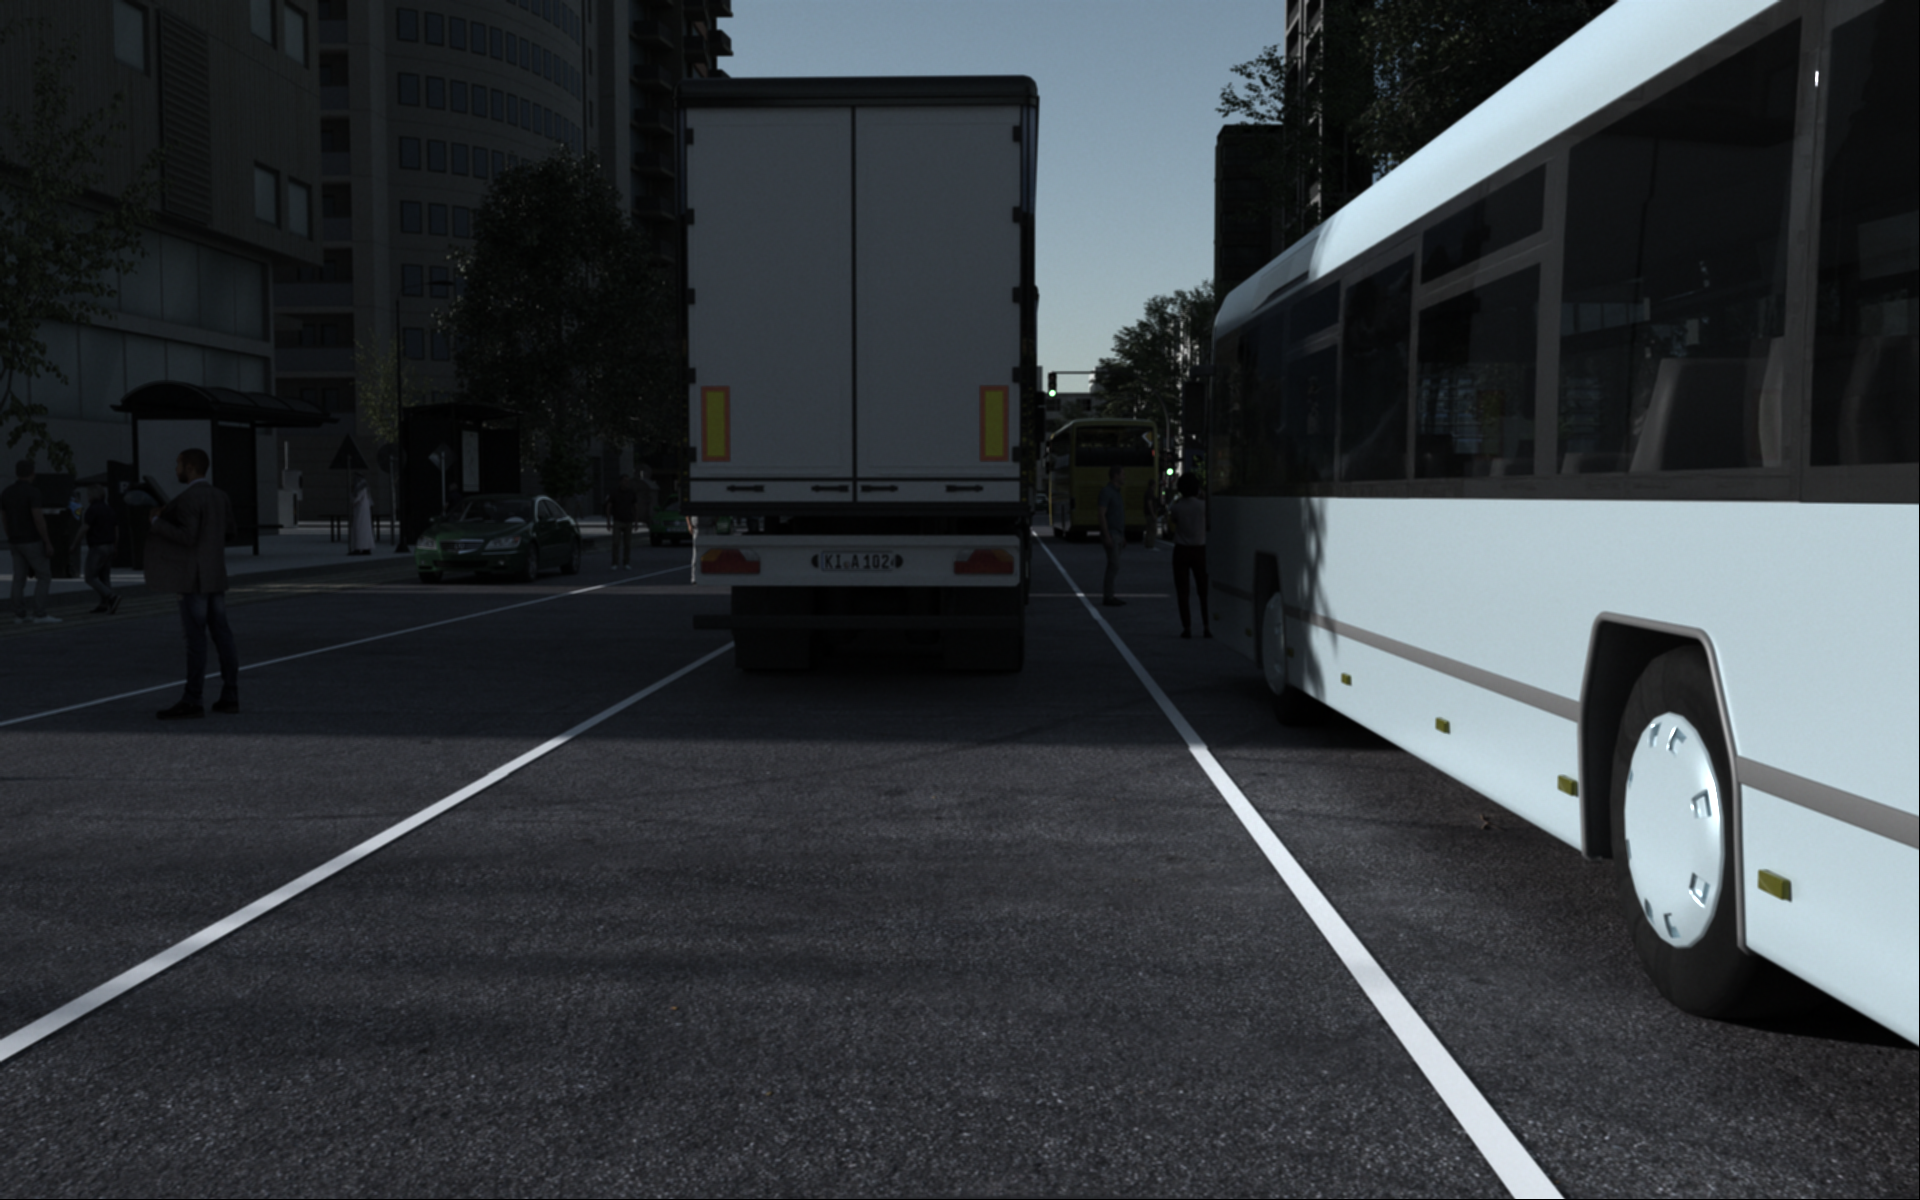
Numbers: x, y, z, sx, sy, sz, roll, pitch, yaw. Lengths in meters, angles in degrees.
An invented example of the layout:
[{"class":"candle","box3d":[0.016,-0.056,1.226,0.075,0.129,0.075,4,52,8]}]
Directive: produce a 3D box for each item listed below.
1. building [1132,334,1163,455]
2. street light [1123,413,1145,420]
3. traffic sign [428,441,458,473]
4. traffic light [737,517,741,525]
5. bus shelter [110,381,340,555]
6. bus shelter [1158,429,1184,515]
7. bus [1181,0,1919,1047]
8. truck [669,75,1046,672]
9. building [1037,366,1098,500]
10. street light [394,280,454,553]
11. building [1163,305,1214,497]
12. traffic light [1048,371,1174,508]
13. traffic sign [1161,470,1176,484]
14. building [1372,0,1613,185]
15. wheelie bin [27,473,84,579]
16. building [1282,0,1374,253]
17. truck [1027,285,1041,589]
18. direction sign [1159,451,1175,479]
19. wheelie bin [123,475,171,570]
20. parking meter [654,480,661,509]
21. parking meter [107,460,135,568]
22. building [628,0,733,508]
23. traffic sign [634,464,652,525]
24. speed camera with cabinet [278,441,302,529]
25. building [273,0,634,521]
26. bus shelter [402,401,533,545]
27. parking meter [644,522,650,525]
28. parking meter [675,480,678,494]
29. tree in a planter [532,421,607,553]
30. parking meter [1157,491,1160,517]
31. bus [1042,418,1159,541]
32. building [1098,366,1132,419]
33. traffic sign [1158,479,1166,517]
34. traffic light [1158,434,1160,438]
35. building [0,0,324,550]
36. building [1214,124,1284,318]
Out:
[{"class":"building","box3d":[29.635,-20.377,199.621,16.747,18.905,31.486,0,4,1]},{"class":"street light","box3d":[10.060,-7.783,99.789,1.470,5.913,1.316,0,4,1]},{"class":"traffic sign","box3d":[-12.879,-2.657,43.179,0.795,2.593,0.064,1,4,9]},{"class":"traffic light","box3d":[-7.174,-5.995,72.681,4.771,5.953,1.251,0,4,1]},{"class":"bus shelter","box3d":[-14.102,-2.435,33.729,2.014,3.302,5.546,0,4,1]},{"class":"bus shelter","box3d":[12.029,-7.734,104.082,2.179,5.291,8.768,0,4,1]},{"class":"bus","box3d":[3.180,-0.797,7.890,2.948,3.499,13.247,0,3,0]},{"class":"truck","box3d":[-0.509,-1.734,17.269,2.839,4.237,11.283,0,4,2]},{"class":"building","box3d":[3.145,-23.317,247.687,31.486,18.905,16.747,0,4,1]},{"class":"street light","box3d":[-11.658,-3.985,37.699,1.470,5.913,1.316,0,4,1]},{"class":"building","box3d":[29.745,-18.446,168.042,16.747,18.905,31.486,0,4,1]},{"class":"traffic light","box3d":[5.631,-5.476,64.207,4.771,5.953,1.251,0,4,1]},{"class":"traffic sign","box3d":[10.768,-5.464,89.442,0.768,2.556,0.104,1,4,10]},{"class":"building","box3d":[34.090,-47.346,86.784,31.000,86.520,22.319,0,4,1]},{"class":"wheelie bin","box3d":[-13.840,-1.133,26.427,0.980,1.594,0.693,0,4,-5]},{"class":"building","box3d":[30.668,-41.196,111.805,20.563,71.187,20.611,0,4,1]},{"class":"truck","box3d":[-0.013,-2.435,28.725,2.839,4.237,11.283,0,4,2]},{"class":"direction sign","box3d":[10.827,-6.022,90.453,0.876,3.537,0.379,-1,4,-16]},{"class":"wheelie bin","box3d":[-13.715,-1.308,29.294,0.693,1.594,0.980,-1,4,-15]},{"class":"parking meter","box3d":[-12.946,-4.176,73.983,0.255,1.863,0.399,-2,4,-28]},{"class":"parking meter","box3d":[-14.574,-1.494,30.139,0.255,1.863,0.399,3,4,38]},{"class":"building","box3d":[-29.105,-29.088,130.221,22.147,44.769,28.867,0,4,1]},{"class":"traffic sign","box3d":[-13.234,-4.412,72.242,0.768,2.556,0.104,0,4,3]},{"class":"speed camera with cabinet","box3d":[-24.958,-4.290,64.482,0.660,3.252,2.038,-1,4,-11]},{"class":"building","box3d":[-31.321,-33.723,93.374,21.231,58.520,28.212,0,4,1]},{"class":"bus shelter","box3d":[-13.162,-3.386,46.643,1.731,3.624,6.357,0,4,1]},{"class":"parking meter","box3d":[-13.145,-3.937,72.773,0.372,1.533,0.369,0,3,0]},{"class":"parking meter","box3d":[-11.756,-4.092,72.613,0.255,1.863,0.399,2,4,25]},{"class":"tree in a planter","box3d":[-9.755,-2.763,42.393,1.991,3.239,1.994,0,4,1]},{"class":"parking meter","box3d":[10.767,-5.302,95.103,0.372,1.533,0.369,0,3,0]},{"class":"bus","box3d":[4.355,-3.890,55.141,2.896,3.916,12.252,0,4,0]},{"class":"building","box3d":[34.647,-23.332,247.927,31.486,18.905,16.747,0,4,1]},{"class":"traffic sign","box3d":[11.335,-6.028,98.559,0.884,2.594,0.081,0,4,2]},{"class":"traffic light","box3d":[7.928,-5.098,72.278,0.839,4.253,0.868,0,4,1]},{"class":"building","box3d":[-33.982,-27.705,42.223,27.495,52.752,28.713,0,4,1]},{"class":"building","box3d":[27.085,-22.432,138.459,14.160,30.474,14.107,0,4,1]}]
